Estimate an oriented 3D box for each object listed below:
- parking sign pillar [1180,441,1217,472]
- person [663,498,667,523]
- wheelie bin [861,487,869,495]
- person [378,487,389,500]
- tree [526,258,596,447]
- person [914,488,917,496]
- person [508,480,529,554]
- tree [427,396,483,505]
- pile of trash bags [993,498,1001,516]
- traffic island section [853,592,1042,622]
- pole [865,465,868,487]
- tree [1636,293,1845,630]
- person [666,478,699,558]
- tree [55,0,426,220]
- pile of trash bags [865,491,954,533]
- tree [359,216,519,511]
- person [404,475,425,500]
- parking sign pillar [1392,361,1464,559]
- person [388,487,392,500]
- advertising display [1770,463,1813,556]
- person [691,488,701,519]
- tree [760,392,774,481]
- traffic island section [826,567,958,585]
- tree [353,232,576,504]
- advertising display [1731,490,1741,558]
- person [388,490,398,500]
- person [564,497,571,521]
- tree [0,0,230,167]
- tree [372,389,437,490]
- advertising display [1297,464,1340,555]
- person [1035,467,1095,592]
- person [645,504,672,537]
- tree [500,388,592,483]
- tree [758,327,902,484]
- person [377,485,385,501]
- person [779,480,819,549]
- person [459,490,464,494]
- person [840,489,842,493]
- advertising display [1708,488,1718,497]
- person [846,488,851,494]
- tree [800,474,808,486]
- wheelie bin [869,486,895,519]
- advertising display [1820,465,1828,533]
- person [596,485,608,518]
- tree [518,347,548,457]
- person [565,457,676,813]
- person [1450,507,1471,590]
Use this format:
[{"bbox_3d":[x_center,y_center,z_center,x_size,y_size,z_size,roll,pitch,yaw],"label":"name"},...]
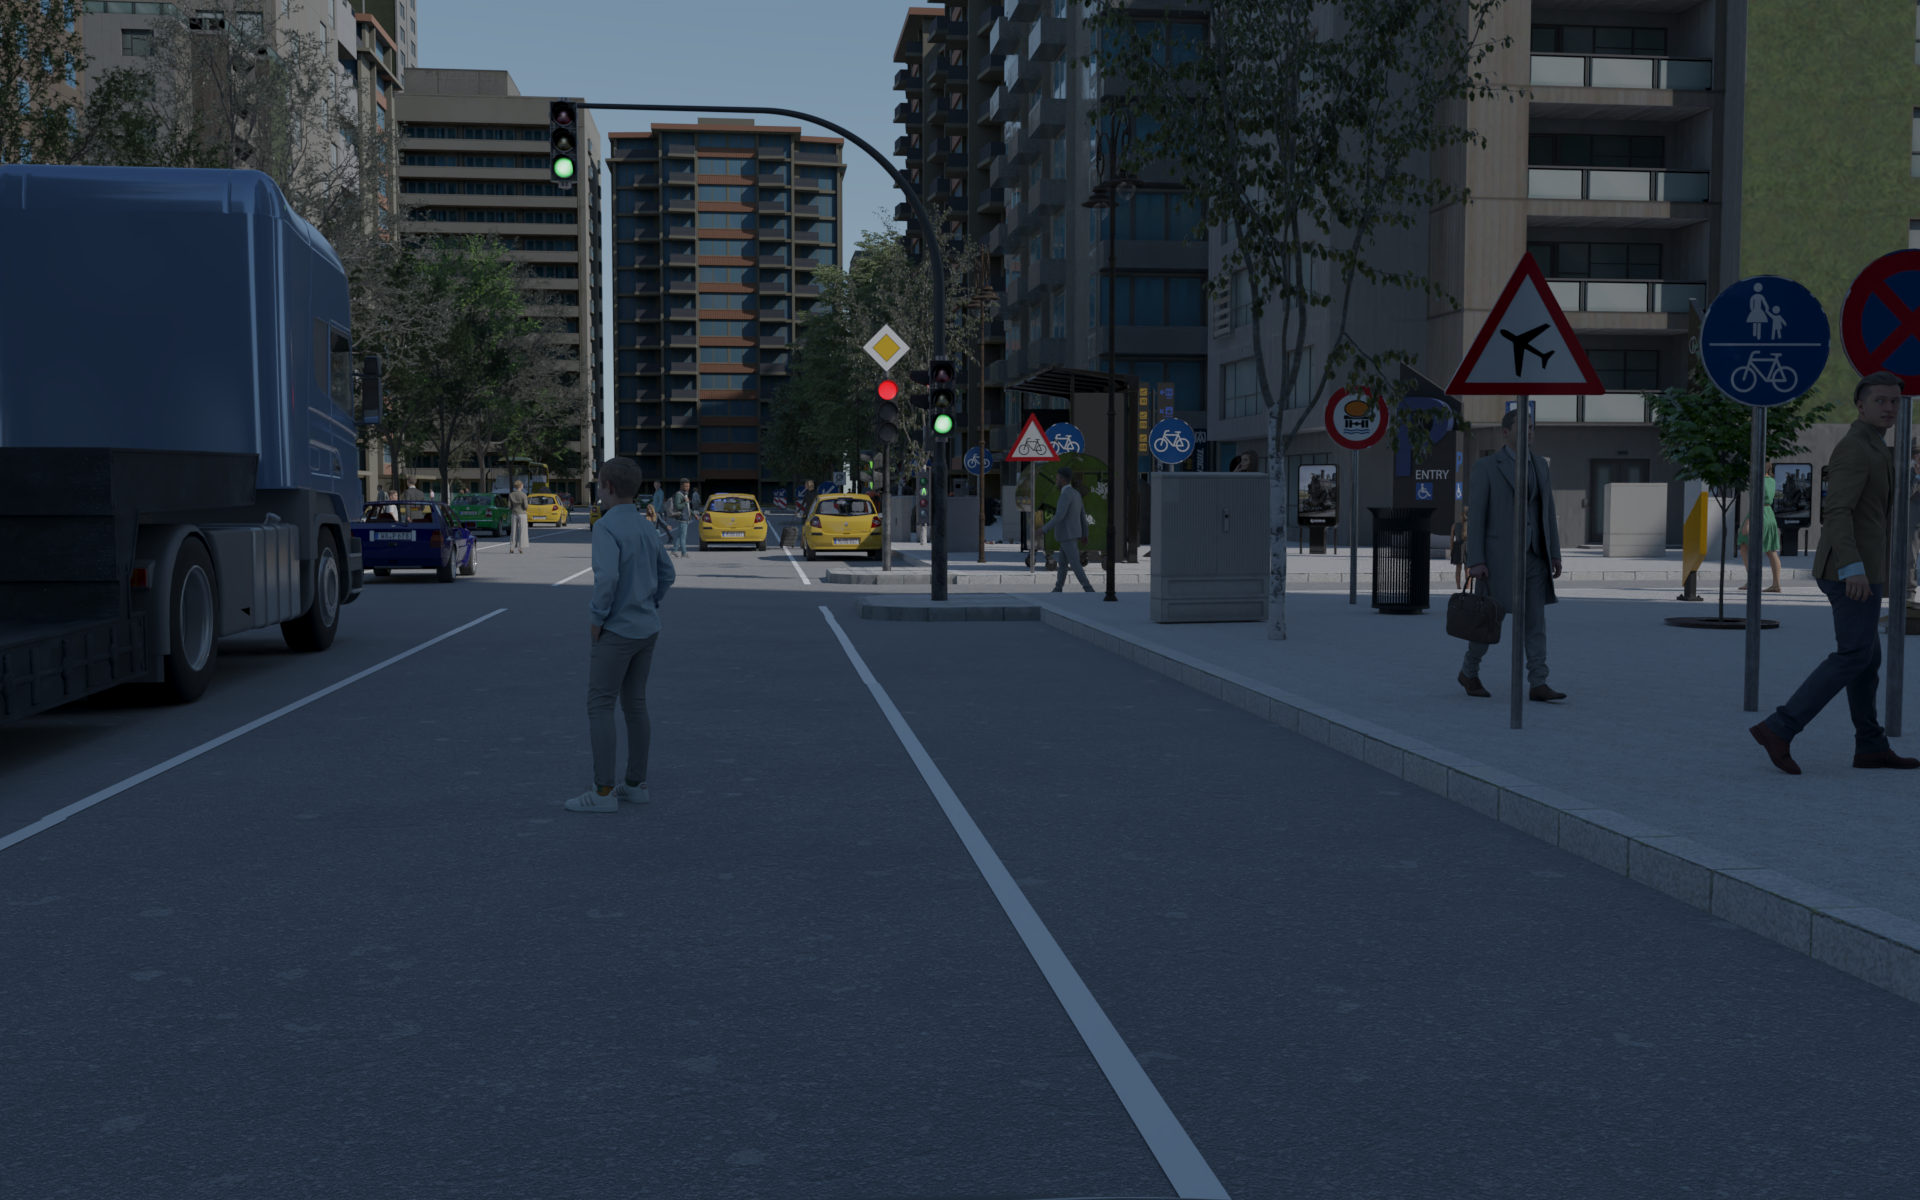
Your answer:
[{"bbox_3d":[8.898,-4.665,64.739,1.447,3.967,1.447,-1,4,-9],"label":"parking sign pillar"},{"bbox_3d":[-14.450,-4.397,85.079,0.352,1.250,0.332,-2,4,-33],"label":"person"},{"bbox_3d":[-4.256,-4.431,80.351,0.980,1.594,0.693,3,4,37],"label":"wheelie bin"},{"bbox_3d":[-28.706,-4.739,86.084,0.391,1.810,0.635,2,4,24],"label":"person"},{"bbox_3d":[-21.686,-10.127,78.400,12.009,13.543,11.850,0,3,0],"label":"tree"},{"bbox_3d":[-3.379,-7.817,134.635,0.721,1.735,1.217,3,5,43],"label":"person"},{"bbox_3d":[-10.605,-1.998,41.709,0.519,1.759,0.362,1,4,10],"label":"person"},{"bbox_3d":[-35.906,-10.505,122.115,4.360,8.622,3.978,0,3,0],"label":"tree"},{"bbox_3d":[1.000,-5.631,101.825,3.447,1.369,1.912,-1,4,-10],"label":"pile of trash bags"},{"bbox_3d":[-0.236,0.084,20.914,2.009,0.180,2.903,0,4,-7],"label":"traffic island section"},{"bbox_3d":[-5.478,-6.586,101.532,0.158,3.312,0.155,0,3,0],"label":"pole"},{"bbox_3d":[7.366,-1.364,16.908,1.663,3.219,1.824,0,3,0],"label":"tree"},{"bbox_3d":[-6.174,-1.817,38.550,0.721,1.781,0.623,0,4,-8],"label":"person"},{"bbox_3d":[-17.074,-7.811,40.531,12.009,13.543,11.850,0,3,0],"label":"tree"},{"bbox_3d":[-1.781,-2.937,57.766,3.447,1.369,1.912,-3,5,-40],"label":"pile of trash bags"},{"bbox_3d":[-18.013,-6.948,50.466,8.767,10.594,7.601,0,4,-7],"label":"tree"},{"bbox_3d":[-12.231,-1.852,38.554,0.755,1.850,0.659,2,4,34],"label":"person"},{"bbox_3d":[9.402,-2.833,34.786,1.447,3.967,1.447,3,4,36],"label":"parking sign pillar"},{"bbox_3d":[-39.018,-6.864,118.935,0.621,1.740,0.551,1,4,22],"label":"person"},{"bbox_3d":[17.098,-1.863,35.674,0.974,1.923,0.123,-1,4,-16],"label":"advertising display"},{"bbox_3d":[-15.130,-5.519,98.957,0.641,1.798,0.478,-2,4,-34],"label":"person"},{"bbox_3d":[-14.982,-15.050,164.196,7.486,12.596,7.792,0,3,0],"label":"tree"},{"bbox_3d":[-1.196,-0.401,28.842,2.009,0.180,2.903,0,4,-7],"label":"traffic island section"},{"bbox_3d":[-20.125,-8.520,67.517,9.928,11.665,9.643,0,3,0],"label":"tree"},{"bbox_3d":[15.739,-1.832,35.160,0.123,1.923,0.974,1,4,20],"label":"advertising display"},{"bbox_3d":[-11.782,-1.515,35.865,0.503,1.515,0.523,2,4,29],"label":"person"},{"bbox_3d":[-20.650,-4.794,91.127,0.306,1.304,0.590,-3,4,-36],"label":"person"},{"bbox_3d":[-15.595,-5.653,29.302,8.767,10.594,7.601,0,4,-7],"label":"tree"},{"bbox_3d":[-33.633,-9.507,105.800,4.737,8.622,4.395,0,3,0],"label":"tree"},{"bbox_3d":[7.644,-1.941,36.944,0.974,1.923,0.123,3,5,43],"label":"advertising display"},{"bbox_3d":[1.460,-0.884,23.225,0.850,1.792,0.678,2,4,24],"label":"person"},{"bbox_3d":[-8.481,-2.089,48.155,1.012,1.151,0.738,0,4,1],"label":"person"},{"bbox_3d":[-43.084,-15.930,177.457,9.611,12.733,9.660,0,3,0],"label":"tree"},{"bbox_3d":[-8.597,-12.045,113.949,9.611,12.733,9.660,0,3,0],"label":"tree"},{"bbox_3d":[-23.598,-3.789,70.567,0.853,1.813,0.709,-2,4,-27],"label":"person"},{"bbox_3d":[-4.126,-2.254,45.565,0.699,1.804,1.509,-2,4,-32],"label":"person"},{"bbox_3d":[-20.887,-3.807,72.547,0.589,1.601,0.330,2,4,24],"label":"person"},{"bbox_3d":[-11.908,-10.106,171.830,0.990,1.755,0.434,1,4,19],"label":"person"},{"bbox_3d":[15.634,-1.898,36.244,0.123,1.923,0.974,3,5,41],"label":"advertising display"},{"bbox_3d":[-8.075,-7.392,127.725,1.217,1.723,0.721,-3,5,-44],"label":"person"},{"bbox_3d":[-15.865,-13.800,175.998,4.360,8.622,3.978,0,3,0],"label":"tree"},{"bbox_3d":[-3.087,-3.878,71.306,0.693,1.594,0.980,2,4,29],"label":"wheelie bin"},{"bbox_3d":[19.640,-2.033,38.461,0.974,1.923,0.123,2,4,28],"label":"advertising display"},{"bbox_3d":[-11.926,-3.036,58.326,0.592,1.802,0.473,1,4,10],"label":"person"},{"bbox_3d":[-19.053,-7.455,58.767,8.767,10.594,7.601,0,4,-7],"label":"tree"},{"bbox_3d":[-1.561,0.141,8.001,0.330,1.601,0.589,2,4,33],"label":"person"},{"bbox_3d":[7.225,-0.716,24.875,0.362,1.253,0.373,2,4,27],"label":"person"}]
